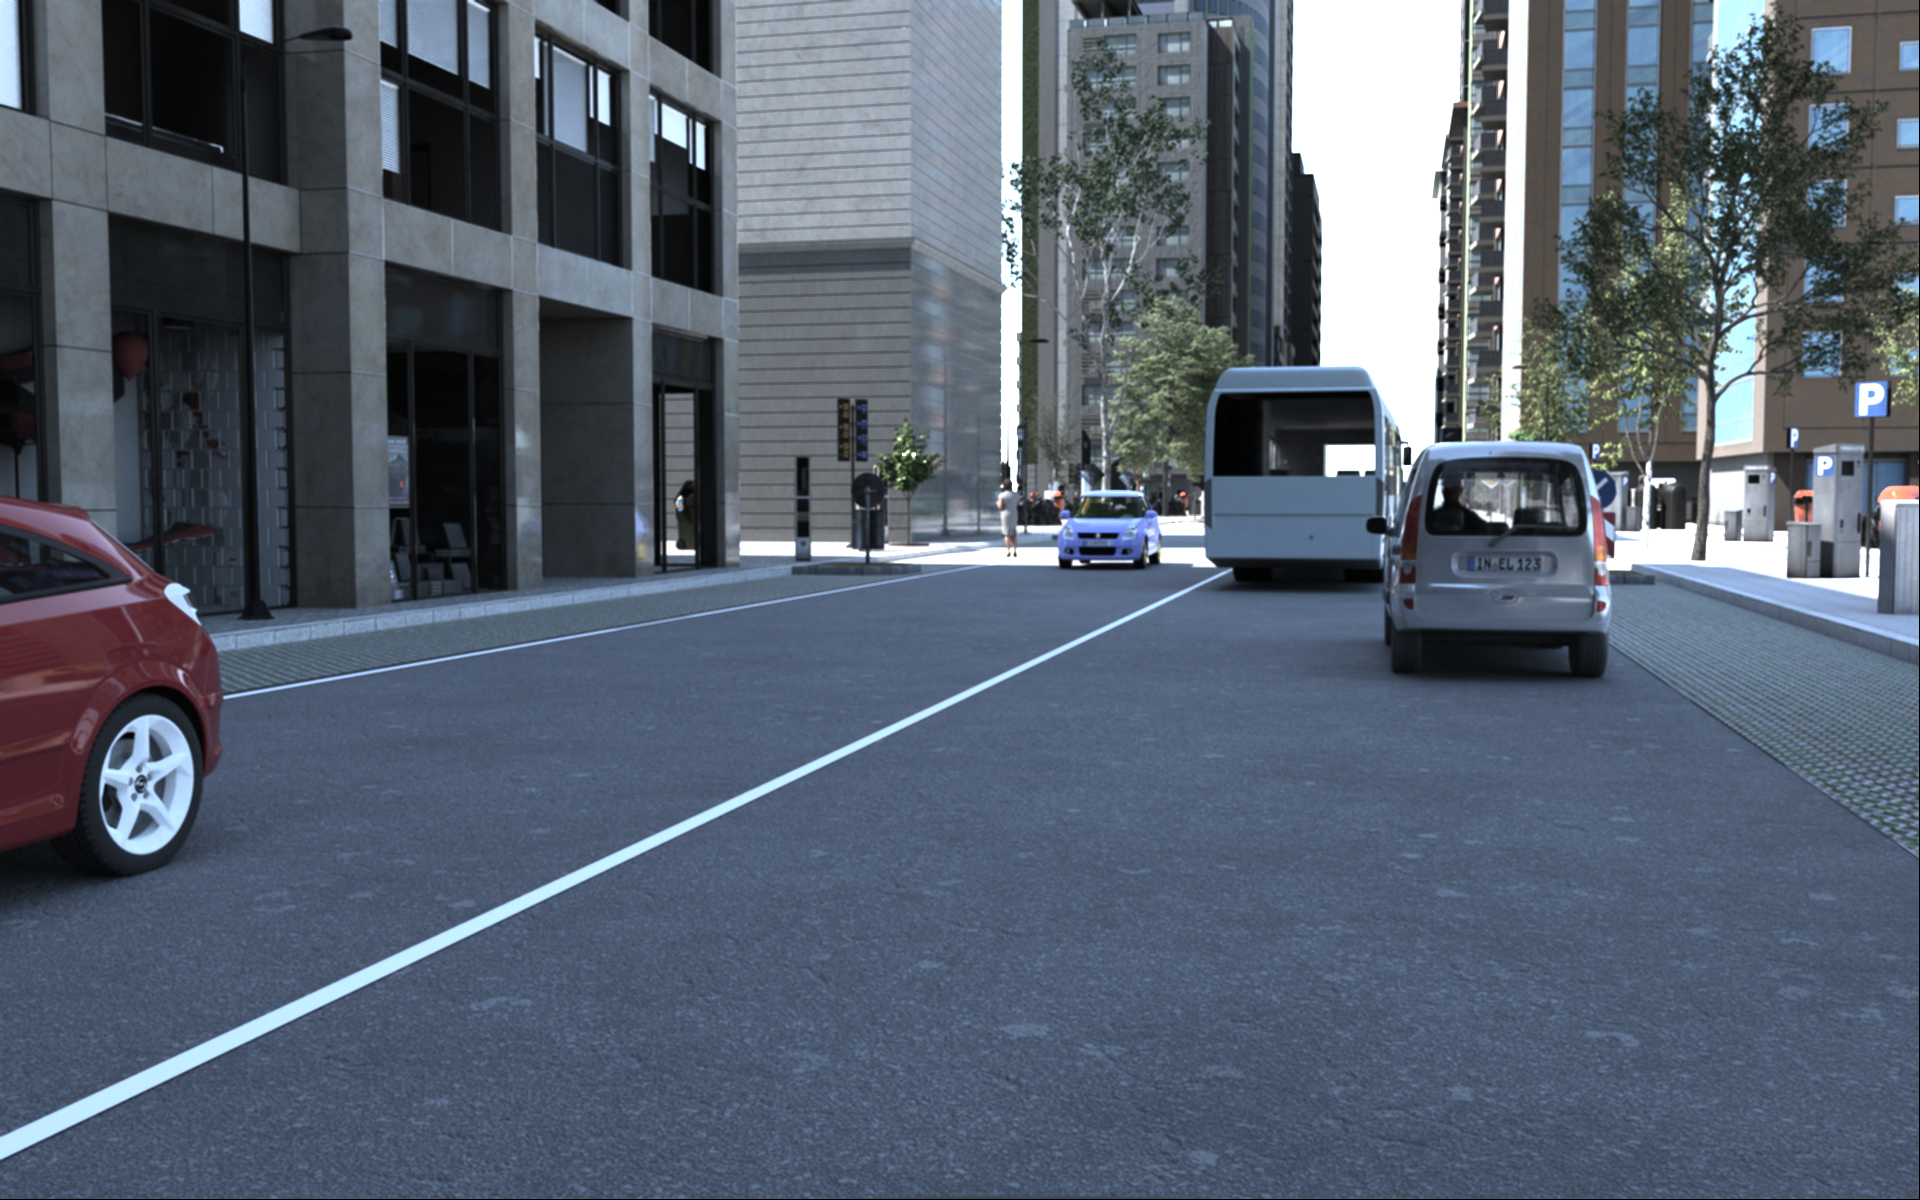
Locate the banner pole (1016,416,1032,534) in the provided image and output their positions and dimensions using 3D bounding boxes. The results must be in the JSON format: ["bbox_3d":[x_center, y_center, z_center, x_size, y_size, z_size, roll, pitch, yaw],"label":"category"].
[{"bbox_3d":[2.001,-4.007,55.539,0.401,3.779,0.863,2,4,30],"label":"banner pole"}]

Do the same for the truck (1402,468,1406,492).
[{"bbox_3d":[42.859,-11.093,171.123,2.967,4.110,18.799,1,4,12],"label":"truck"}]

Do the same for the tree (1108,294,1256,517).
[{"bbox_3d":[12.125,-11.019,98.291,7.486,12.596,7.792,0,3,0],"label":"tree"}]

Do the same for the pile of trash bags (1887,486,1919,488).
[{"bbox_3d":[11.897,-0.647,20.329,3.447,1.369,1.912,-2,4,-31],"label":"pile of trash bags"}]

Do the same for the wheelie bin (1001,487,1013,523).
[{"bbox_3d":[2.035,-4.263,77.606,0.980,1.594,0.693,1,4,10],"label":"wheelie bin"}]

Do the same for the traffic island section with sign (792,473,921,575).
[{"bbox_3d":[-1.780,-1.386,31.290,1.989,1.847,2.006,1,4,14],"label":"traffic island section with sign"}]

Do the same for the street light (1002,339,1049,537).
[{"bbox_3d":[1.970,-4.861,52.021,1.470,5.913,1.316,1,4,14],"label":"street light"}]

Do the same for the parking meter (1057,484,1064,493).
[{"bbox_3d":[6.038,-5.998,103.774,0.399,1.863,0.255,-1,4,-22],"label":"parking meter"}]

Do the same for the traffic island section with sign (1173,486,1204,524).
[{"bbox_3d":[11.487,-4.637,84.447,1.989,1.847,2.006,1,4,14],"label":"traffic island section with sign"}]

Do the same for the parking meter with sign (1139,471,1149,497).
[{"bbox_3d":[13.960,-8.321,132.305,0.543,3.016,1.738,1,4,22],"label":"parking meter with sign"}]

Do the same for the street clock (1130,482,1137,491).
[{"bbox_3d":[8.982,-5.214,89.823,0.358,2.002,0.471,-1,4,-13],"label":"street clock"}]

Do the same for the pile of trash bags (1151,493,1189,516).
[{"bbox_3d":[12.656,-5.699,102.924,1.912,1.369,3.447,2,4,34],"label":"pile of trash bags"}]

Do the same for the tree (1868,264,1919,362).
[{"bbox_3d":[25.782,-5.762,44.564,4.737,8.622,4.395,0,3,0],"label":"tree"}]

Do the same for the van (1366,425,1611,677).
[{"bbox_3d":[4.570,-0.493,15.072,2.013,2.044,4.112,1,4,13],"label":"van"}]

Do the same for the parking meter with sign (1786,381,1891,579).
[{"bbox_3d":[13.442,-1.854,26.570,1.738,3.016,0.543,-2,4,-28],"label":"parking meter with sign"}]

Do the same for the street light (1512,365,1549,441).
[{"bbox_3d":[20.600,-5.503,62.511,1.470,5.913,1.316,1,4,14],"label":"street light"}]

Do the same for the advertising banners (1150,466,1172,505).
[{"bbox_3d":[12.459,-6.789,107.190,2.074,3.025,0.090,-3,5,-45],"label":"advertising banners"}]

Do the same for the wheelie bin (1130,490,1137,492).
[{"bbox_3d":[12.390,-7.075,123.579,0.980,1.594,0.693,2,4,35],"label":"wheelie bin"}]

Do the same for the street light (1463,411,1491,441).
[{"bbox_3d":[29.170,-7.626,97.223,1.470,5.913,1.316,1,4,14],"label":"street light"}]

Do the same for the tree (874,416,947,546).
[{"bbox_3d":[-1.398,-2.963,43.046,1.663,3.219,1.824,0,3,0],"label":"tree"}]

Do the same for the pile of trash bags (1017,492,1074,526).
[{"bbox_3d":[3.395,-3.768,71.352,1.912,1.369,3.447,2,4,31],"label":"pile of trash bags"}]

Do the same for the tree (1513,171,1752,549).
[{"bbox_3d":[16.134,-5.505,40.369,4.737,8.622,4.395,0,3,0],"label":"tree"}]

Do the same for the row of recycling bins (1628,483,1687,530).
[{"bbox_3d":[24.401,-3.402,62.731,3.534,1.692,1.069,1,4,21],"label":"row of recycling bins"}]

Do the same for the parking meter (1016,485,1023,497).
[{"bbox_3d":[3.696,-6.235,107.645,0.399,1.863,0.255,-1,4,-13],"label":"parking meter"}]

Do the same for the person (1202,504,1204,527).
[{"bbox_3d":[10.693,-4.025,74.174,0.638,1.841,0.748,-2,4,-32],"label":"person"}]

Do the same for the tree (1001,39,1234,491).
[{"bbox_3d":[5.515,-13.409,75.133,12.611,20.169,13.585,0,3,0],"label":"tree"}]

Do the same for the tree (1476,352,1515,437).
[{"bbox_3d":[23.425,-7.214,68.305,4.737,8.622,4.395,0,3,0],"label":"tree"}]

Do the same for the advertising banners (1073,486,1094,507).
[{"bbox_3d":[8.181,-7.216,114.161,0.090,3.025,2.074,-3,5,-41],"label":"advertising banners"}]

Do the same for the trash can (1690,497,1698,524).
[{"bbox_3d":[31.587,-3.813,74.002,0.748,1.137,0.748,0,3,0],"label":"trash can"}]

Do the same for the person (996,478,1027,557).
[{"bbox_3d":[1.161,-1.848,39.076,0.716,1.782,0.532,-1,4,-20],"label":"person"}]

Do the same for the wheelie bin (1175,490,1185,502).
[{"bbox_3d":[17.577,-7.930,137.561,0.980,1.594,0.693,-2,4,-30],"label":"wheelie bin"}]

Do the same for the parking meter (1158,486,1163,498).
[{"bbox_3d":[14.673,-7.399,126.687,0.399,1.863,0.255,1,4,18],"label":"parking meter"}]

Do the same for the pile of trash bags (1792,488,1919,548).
[{"bbox_3d":[21.789,-1.936,41.408,3.447,1.369,1.912,1,4,23],"label":"pile of trash bags"}]

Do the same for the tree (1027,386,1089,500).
[{"bbox_3d":[6.413,-10.291,118.617,4.360,8.622,3.978,0,3,0],"label":"tree"}]

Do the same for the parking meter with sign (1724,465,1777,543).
[{"bbox_3d":[21.306,-3.051,46.141,0.543,3.016,1.738,-3,5,-42],"label":"parking meter with sign"}]

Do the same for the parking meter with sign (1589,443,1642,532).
[{"bbox_3d":[22.398,-3.844,59.111,0.543,3.016,1.738,-3,5,-39],"label":"parking meter with sign"}]

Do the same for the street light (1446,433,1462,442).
[{"bbox_3d":[39.336,-10.114,137.907,1.470,5.913,1.316,1,4,14],"label":"street light"}]

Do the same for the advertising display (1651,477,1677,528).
[{"bbox_3d":[26.298,-3.648,64.851,0.974,1.923,0.123,2,4,29],"label":"advertising display"}]

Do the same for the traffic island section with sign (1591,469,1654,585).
[{"bbox_3d":[10.169,-1.204,28.310,1.989,1.847,2.006,1,4,14],"label":"traffic island section with sign"}]

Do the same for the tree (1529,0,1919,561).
[{"bbox_3d":[14.476,-6.015,32.761,7.601,10.594,8.767,1,4,18],"label":"tree"}]

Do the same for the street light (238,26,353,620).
[{"bbox_3d":[-6.708,-2.749,17.483,1.470,5.913,1.316,1,4,14],"label":"street light"}]

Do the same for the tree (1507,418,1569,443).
[{"bbox_3d":[24.585,-5.507,73.748,4.285,4.588,4.351,0,3,0],"label":"tree"}]
